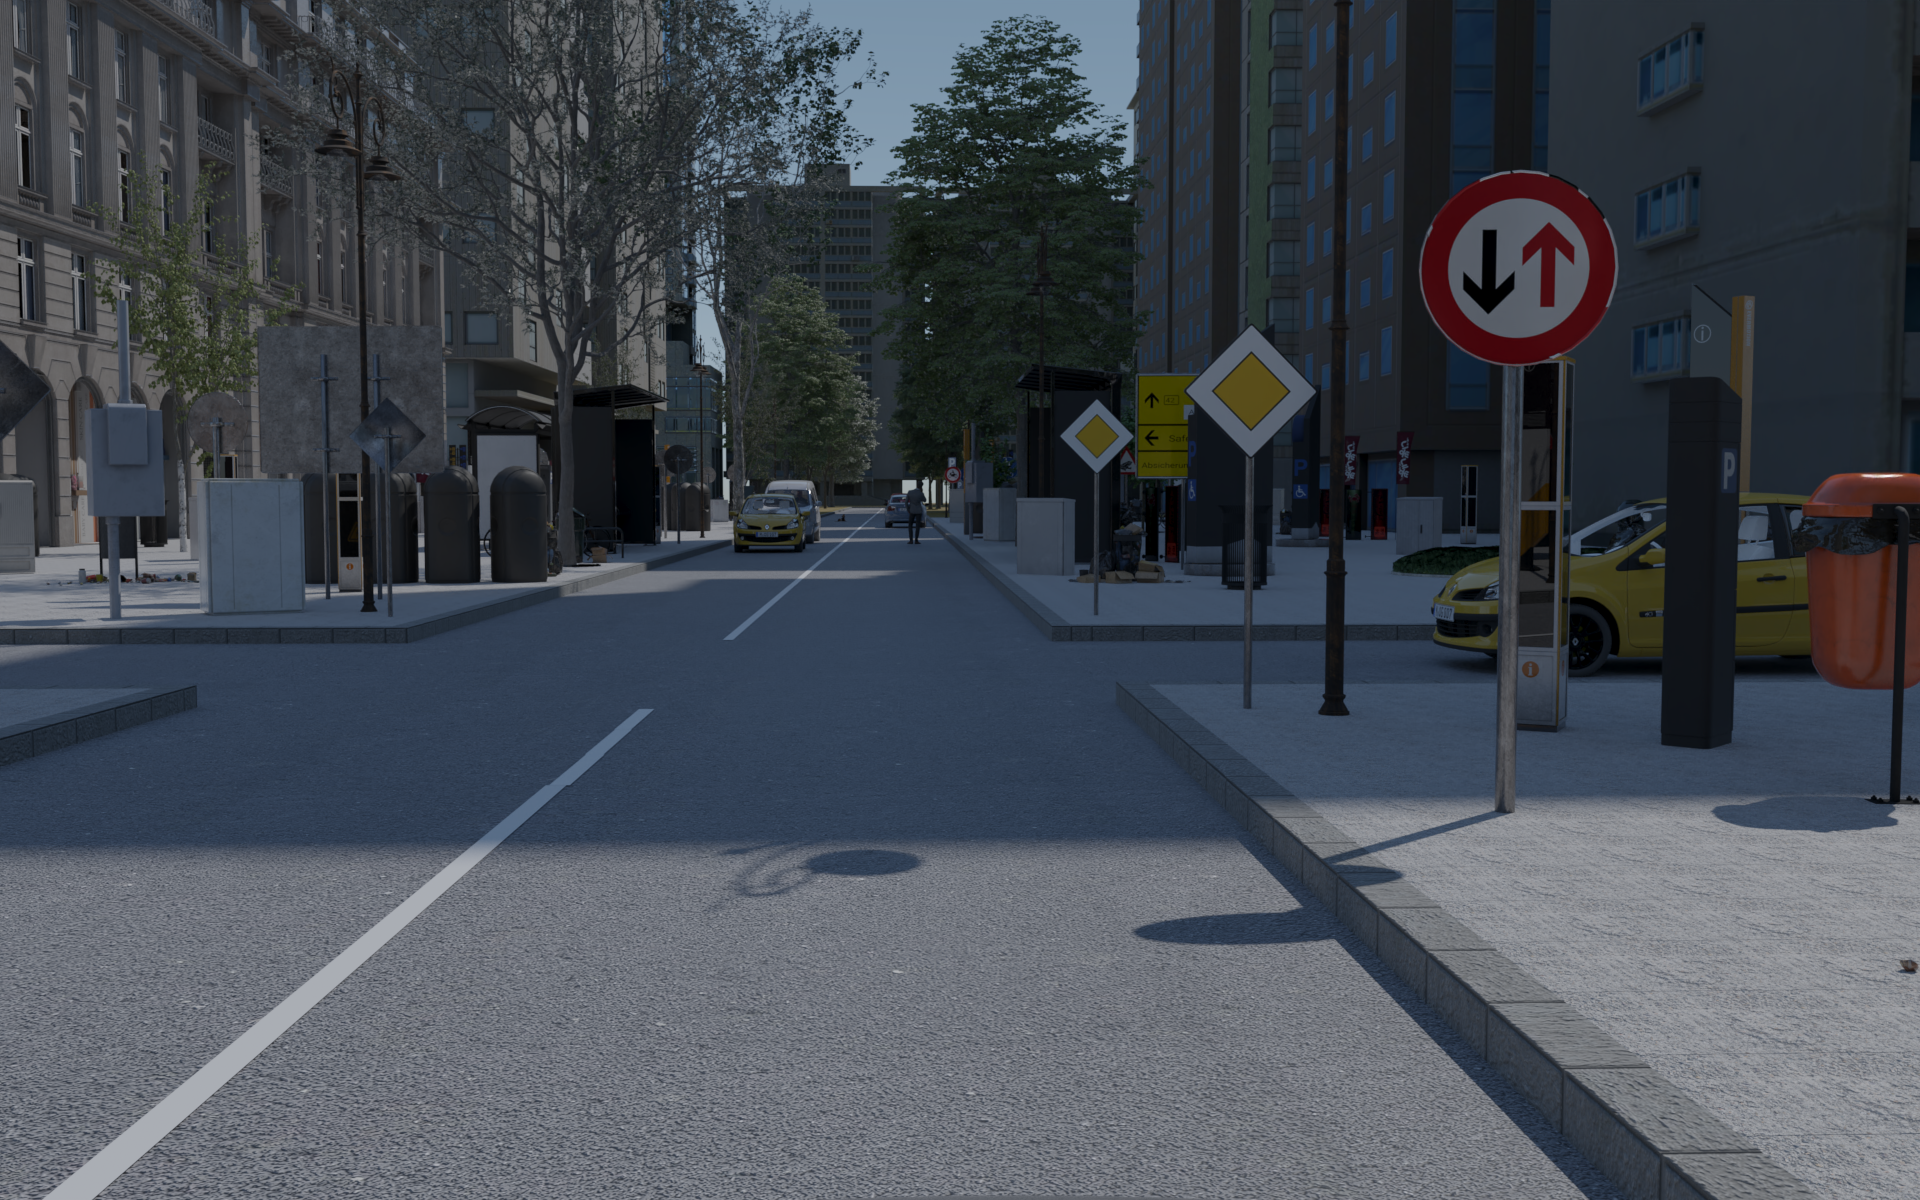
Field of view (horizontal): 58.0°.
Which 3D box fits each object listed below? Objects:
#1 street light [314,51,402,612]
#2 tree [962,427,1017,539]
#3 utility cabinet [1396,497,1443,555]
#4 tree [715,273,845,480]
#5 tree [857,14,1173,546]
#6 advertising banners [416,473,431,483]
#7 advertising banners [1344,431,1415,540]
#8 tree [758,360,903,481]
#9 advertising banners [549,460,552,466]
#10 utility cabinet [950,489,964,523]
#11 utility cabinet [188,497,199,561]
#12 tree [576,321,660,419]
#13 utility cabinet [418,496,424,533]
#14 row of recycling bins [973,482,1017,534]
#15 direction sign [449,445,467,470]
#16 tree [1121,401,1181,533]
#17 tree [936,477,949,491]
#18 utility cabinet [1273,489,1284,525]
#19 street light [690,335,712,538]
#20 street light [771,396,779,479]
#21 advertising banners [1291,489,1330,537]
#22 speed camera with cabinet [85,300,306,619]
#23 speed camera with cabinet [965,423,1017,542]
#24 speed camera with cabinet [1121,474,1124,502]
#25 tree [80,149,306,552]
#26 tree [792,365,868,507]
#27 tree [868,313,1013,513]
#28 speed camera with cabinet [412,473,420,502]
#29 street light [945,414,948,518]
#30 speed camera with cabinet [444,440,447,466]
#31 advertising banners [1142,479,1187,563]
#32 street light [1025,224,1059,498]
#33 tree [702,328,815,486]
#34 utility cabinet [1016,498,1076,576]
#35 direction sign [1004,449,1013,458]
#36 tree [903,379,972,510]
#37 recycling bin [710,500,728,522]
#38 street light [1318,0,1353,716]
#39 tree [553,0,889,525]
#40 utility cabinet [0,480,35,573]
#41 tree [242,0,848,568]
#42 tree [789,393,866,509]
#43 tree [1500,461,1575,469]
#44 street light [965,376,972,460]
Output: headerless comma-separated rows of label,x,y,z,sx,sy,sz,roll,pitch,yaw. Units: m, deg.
street light,-6.447,-2.809,18.712,0.468,5.910,1.993,0,4,-2
tree,0.775,-3.407,50.309,1.663,3.219,1.824,0,3,0
utility cabinet,9.615,-1.537,36.297,0.306,1.237,1.020,-2,4,-33
tree,-8.556,-10.465,89.230,7.486,12.596,7.792,0,3,0
tree,1.156,-7.572,41.926,7.486,12.596,7.792,0,3,0
advertising banners,-13.524,-2.771,41.492,2.074,3.025,0.090,-3,5,-41
advertising banners,11.679,-3.188,48.305,2.074,3.025,0.090,-1,4,-9
tree,-11.269,-12.513,130.336,9.928,11.665,9.643,0,3,0
advertising banners,-21.769,-5.720,89.702,2.074,3.025,0.090,0,4,4
utility cabinet,0.105,-4.158,76.657,1.173,1.500,0.318,3,4,36
utility cabinet,-14.757,-1.380,33.721,0.306,1.237,1.020,-2,4,-33
tree,-14.883,-7.569,74.123,4.360,8.622,3.978,0,3,0
utility cabinet,-17.926,-2.794,56.848,1.020,1.237,0.306,2,4,34
row of recycling bins,1.694,-3.078,57.441,1.069,1.692,3.534,3,5,41
direction sign,-23.070,-5.360,79.634,0.876,3.537,0.379,1,4,15
tree,6.123,-4.519,57.597,4.285,4.588,4.351,0,3,0
tree,-2.077,-13.150,165.358,4.360,8.622,3.978,0,3,0
utility cabinet,12.711,-3.817,71.083,1.173,1.500,0.318,3,5,41
street light,-7.530,-4.750,50.451,0.468,5.910,1.993,0,4,-2
street light,-8.717,-6.659,81.668,0.468,5.910,1.993,0,4,-2
advertising banners,10.942,-3.401,51.796,2.074,3.025,0.090,0,4,-5
speed camera with cabinet,-8.075,-1.466,18.308,2.038,3.252,0.660,-2,4,-33
speed camera with cabinet,0.854,-3.264,47.703,0.660,3.252,2.038,-2,4,-27
speed camera with cabinet,3.896,-3.312,48.488,0.660,3.252,2.038,-1,4,-21
tree,-16.922,-5.363,38.044,4.737,8.622,4.395,0,3,0
tree,-12.442,-16.023,168.634,9.857,13.997,8.962,0,3,0
tree,-0.584,-12.933,118.105,9.857,13.997,8.962,0,3,0
speed camera with cabinet,-17.311,-3.527,52.004,2.038,3.252,0.660,0,4,-8
street light,-0.737,-7.353,93.009,0.468,5.910,1.993,0,4,-2
speed camera with cabinet,-18.528,-4.195,62.926,0.660,3.252,2.038,-1,4,-13
advertising banners,3.959,-2.211,32.339,0.090,3.025,2.074,-2,4,-24
street light,1.413,-3.500,30.009,0.468,5.910,1.993,0,4,-2
tree,-9.284,-7.685,76.016,4.360,8.622,3.978,0,3,0
utility cabinet,1.368,-1.005,27.599,0.306,1.237,1.020,-3,5,-45
direction sign,2.407,-5.851,87.656,0.379,3.537,0.876,3,5,41
tree,-2.320,-13.163,140.975,9.928,11.665,9.643,0,3,0
recycling bin,-10.987,-4.053,78.827,0.722,1.027,0.722,-2,4,-25
street light,2.179,-2.271,9.915,0.468,5.910,1.993,0,4,-2
tree,-9.314,-12.593,61.781,12.611,20.169,13.585,0,3,0
utility cabinet,-15.462,-1.162,27.670,1.173,1.500,0.318,-2,4,-29
tree,-6.848,-7.320,30.048,12.009,13.543,11.850,0,3,0
tree,-12.048,-13.305,151.948,8.767,10.594,7.601,2,4,24
tree,13.535,-2.854,41.260,1.663,3.219,1.824,0,3,0
street light,0.308,-5.443,61.786,0.468,5.910,1.993,0,4,-2
